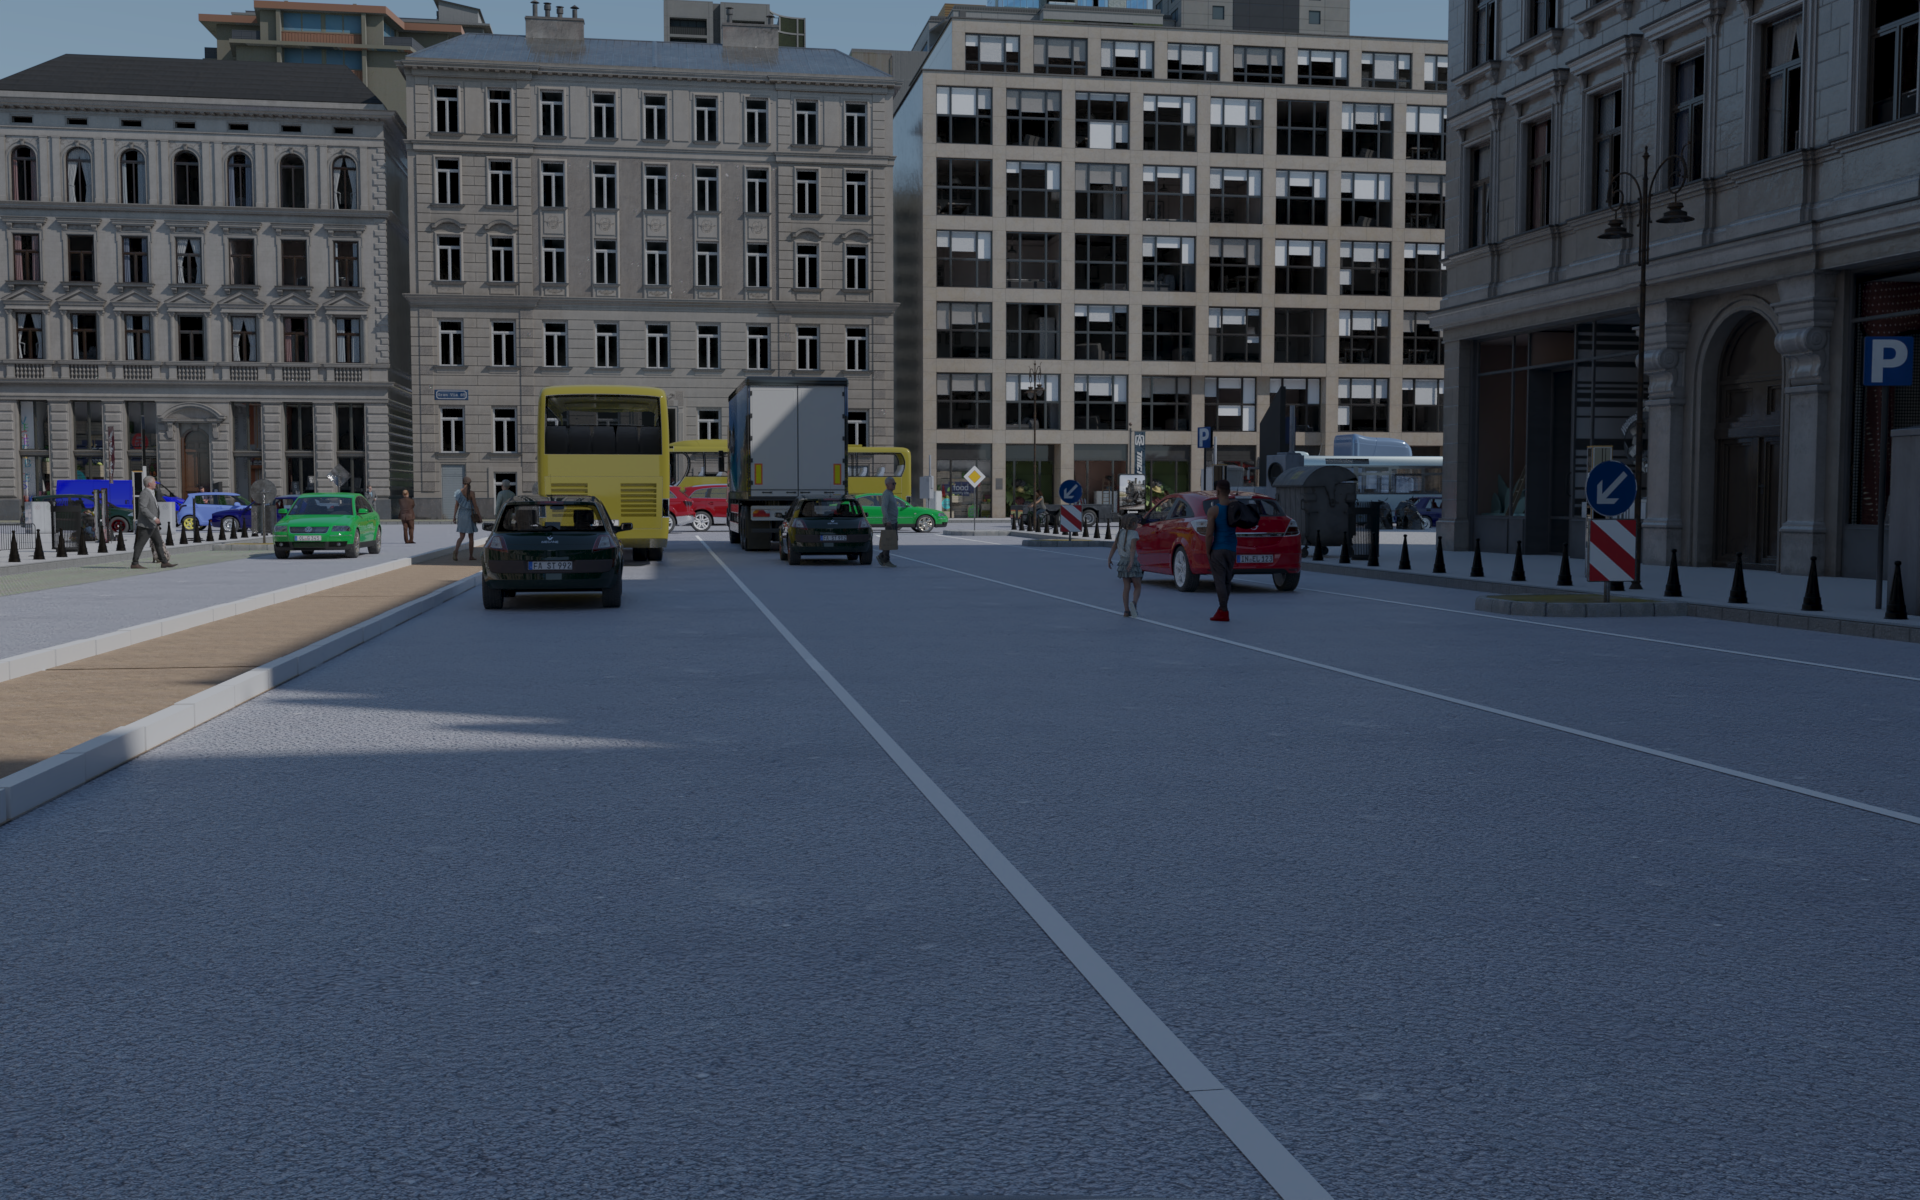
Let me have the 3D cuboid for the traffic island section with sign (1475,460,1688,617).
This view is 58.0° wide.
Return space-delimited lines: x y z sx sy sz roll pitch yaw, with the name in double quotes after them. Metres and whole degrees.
7.417 -0.763 21.102 1.989 1.847 2.006 -1 4 -10 "traffic island section with sign"

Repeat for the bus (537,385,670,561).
-8.082 -2.944 39.678 2.896 3.916 12.252 -1 4 -11 "bus"

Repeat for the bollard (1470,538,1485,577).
8.023 -0.661 26.851 0.229 0.601 0.229 0 3 0 "bollard"

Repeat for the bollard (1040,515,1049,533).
2.837 -2.483 56.646 0.229 0.601 0.229 0 3 0 "bollard"

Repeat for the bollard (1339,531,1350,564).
7.121 -0.979 32.041 0.229 0.601 0.229 0 3 0 "bollard"

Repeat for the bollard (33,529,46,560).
-18.021 -1.091 33.874 0.229 0.601 0.229 0 3 0 "bollard"

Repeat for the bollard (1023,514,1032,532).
2.382 -2.642 59.236 0.229 0.601 0.229 0 3 0 "bollard"

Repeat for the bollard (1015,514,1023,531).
2.158 -2.721 60.534 0.229 0.601 0.229 0 3 0 "bollard"

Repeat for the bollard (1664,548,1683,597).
8.925 -0.344 21.661 0.229 0.601 0.229 0 3 0 "bollard"

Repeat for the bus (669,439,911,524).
-8.441 -5.347 78.973 12.252 3.916 2.896 0 4 -8 "bus"

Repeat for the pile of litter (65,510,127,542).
-23.603 -2.020 47.000 1.719 0.858 1.176 0 4 -6 "pile of litter"

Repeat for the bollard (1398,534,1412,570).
7.570 -0.821 29.458 0.229 0.601 0.229 0 3 0 "bollard"

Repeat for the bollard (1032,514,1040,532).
2.613 -2.563 57.946 0.229 0.601 0.229 0 3 0 "bollard"

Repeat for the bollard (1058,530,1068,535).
3.286 -2.325 54.052 0.229 0.601 0.229 0 3 0 "bollard"

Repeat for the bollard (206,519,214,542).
-20.276 -1.882 46.809 0.229 0.601 0.229 0 3 0 "bollard"

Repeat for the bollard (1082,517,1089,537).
3.737 -2.166 51.456 0.229 0.601 0.229 0 3 0 "bollard"

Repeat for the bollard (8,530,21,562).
-17.796 -1.011 32.579 0.229 0.601 0.229 0 3 0 "bollard"

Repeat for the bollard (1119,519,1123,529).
4.414 -1.928 47.566 0.229 0.601 0.229 0 3 0 "bollard"

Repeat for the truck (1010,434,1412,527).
11.646 -5.331 76.914 18.799 4.110 2.967 -1 4 -11 "truck"

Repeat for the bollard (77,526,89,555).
-18.474 -1.249 36.456 0.229 0.601 0.229 0 3 0 "bollard"

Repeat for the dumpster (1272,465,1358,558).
7.288 -1.819 35.499 1.264 1.857 1.865 -1 4 -10 "dumpster"

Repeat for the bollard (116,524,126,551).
-18.920 -1.407 39.038 0.229 0.601 0.229 0 3 0 "bollard"

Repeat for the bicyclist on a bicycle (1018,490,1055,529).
3.137 -3.688 70.322 1.625 1.676 1.499 -1 4 -9 "bicyclist on a bicycle"

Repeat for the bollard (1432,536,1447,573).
7.797 -0.741 28.152 0.229 0.601 0.229 0 3 0 "bollard"

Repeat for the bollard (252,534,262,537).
-21.173 -2.199 51.994 0.229 0.601 0.229 0 3 0 "bollard"

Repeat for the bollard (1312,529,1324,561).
6.894 -1.057 33.331 0.229 0.601 0.229 0 3 0 "bollard"

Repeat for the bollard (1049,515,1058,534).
3.061 -2.404 55.349 0.229 0.601 0.229 0 3 0 "bollard"

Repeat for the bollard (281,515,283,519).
-21.852 -2.436 55.869 0.229 0.601 0.229 0 3 0 "bollard"

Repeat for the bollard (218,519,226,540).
-20.497 -1.961 48.105 0.229 0.601 0.229 0 3 0 "bollard"

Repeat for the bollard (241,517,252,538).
-20.947 -2.119 50.695 0.229 0.601 0.229 0 3 0 "bollard"

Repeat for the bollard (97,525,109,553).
-18.694 -1.328 37.748 0.229 0.601 0.229 0 3 0 "bollard"

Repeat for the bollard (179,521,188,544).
-19.823 -1.723 44.208 0.229 0.601 0.229 0 3 0 "bollard"

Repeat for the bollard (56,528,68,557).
-18.245 -1.170 35.165 0.229 0.601 0.229 0 3 0 "bollard"

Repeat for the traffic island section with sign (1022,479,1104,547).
2.771 -2.396 47.799 1.989 1.847 2.006 -1 4 -10 "traffic island section with sign"

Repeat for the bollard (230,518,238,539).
-20.727 -2.040 49.403 0.229 0.601 0.229 0 3 0 "bollard"

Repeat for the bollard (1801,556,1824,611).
9.381 -0.184 19.050 0.229 0.601 0.229 0 3 0 "bollard"

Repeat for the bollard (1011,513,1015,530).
1.931 -2.801 61.832 0.229 0.601 0.229 0 3 0 "bollard"

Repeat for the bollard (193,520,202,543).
-20.049 -1.802 45.507 0.229 0.601 0.229 0 3 0 "bollard"

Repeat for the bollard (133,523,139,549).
-19.145 -1.486 40.329 0.229 0.601 0.229 0 3 0 "bollard"

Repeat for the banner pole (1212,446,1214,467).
13.154 -6.133 90.286 0.401 3.779 0.863 1 4 9 "banner pole"

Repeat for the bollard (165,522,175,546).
-19.596 -1.644 42.917 0.229 0.601 0.229 0 3 0 "bollard"

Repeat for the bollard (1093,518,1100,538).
3.967 -2.087 50.166 0.229 0.601 0.229 0 3 0 "bollard"

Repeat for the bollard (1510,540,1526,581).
8.247 -0.582 25.560 0.229 0.601 0.229 0 3 0 "bollard"

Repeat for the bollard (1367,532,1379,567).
7.343 -0.900 30.749 0.229 0.601 0.229 0 3 0 "bollard"

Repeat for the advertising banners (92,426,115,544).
-22.330 -2.996 45.174 0.090 3.025 2.074 -3 5 -40 "advertising banners"

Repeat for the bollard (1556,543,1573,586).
8.472 -0.502 24.243 0.229 0.601 0.229 0 3 0 "bollard"

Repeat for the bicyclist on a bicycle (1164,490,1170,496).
9.620 -4.353 81.195 1.625 1.676 1.499 -1 4 -11 "bicyclist on a bicycle"

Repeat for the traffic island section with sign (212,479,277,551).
-17.949 -2.195 44.516 1.989 1.847 2.006 -1 4 -10 "traffic island section with sign"

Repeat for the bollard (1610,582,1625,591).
8.704 -0.423 22.953 0.229 0.601 0.229 0 3 0 "bollard"

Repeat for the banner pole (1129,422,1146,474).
6.159 -4.322 60.689 0.863 3.779 0.401 -2 4 -28 "banner pole"

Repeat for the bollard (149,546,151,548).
-19.371 -1.564 41.620 0.229 0.601 0.229 0 3 0 "bollard"

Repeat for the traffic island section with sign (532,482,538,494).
-14.141 -3.074 58.399 2.006 1.907 1.989 -1 4 -10 "traffic island section with sign"

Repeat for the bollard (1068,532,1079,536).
3.511 -2.246 52.761 0.229 0.601 0.229 0 3 0 "bollard"

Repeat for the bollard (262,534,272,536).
-21.402 -2.278 53.284 0.229 0.601 0.229 0 3 0 "bollard"

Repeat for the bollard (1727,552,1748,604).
9.154 -0.264 20.360 0.229 0.601 0.229 0 3 0 "bollard"

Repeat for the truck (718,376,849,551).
-4.907 -3.548 46.928 2.839 4.237 11.283 -1 4 -11 "truck"

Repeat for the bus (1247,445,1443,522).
17.954 -4.685 71.462 13.247 3.499 2.948 -1 4 -12 "bus"

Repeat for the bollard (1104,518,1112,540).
4.185 -2.008 48.874 0.229 0.601 0.229 0 3 0 "bollard"
